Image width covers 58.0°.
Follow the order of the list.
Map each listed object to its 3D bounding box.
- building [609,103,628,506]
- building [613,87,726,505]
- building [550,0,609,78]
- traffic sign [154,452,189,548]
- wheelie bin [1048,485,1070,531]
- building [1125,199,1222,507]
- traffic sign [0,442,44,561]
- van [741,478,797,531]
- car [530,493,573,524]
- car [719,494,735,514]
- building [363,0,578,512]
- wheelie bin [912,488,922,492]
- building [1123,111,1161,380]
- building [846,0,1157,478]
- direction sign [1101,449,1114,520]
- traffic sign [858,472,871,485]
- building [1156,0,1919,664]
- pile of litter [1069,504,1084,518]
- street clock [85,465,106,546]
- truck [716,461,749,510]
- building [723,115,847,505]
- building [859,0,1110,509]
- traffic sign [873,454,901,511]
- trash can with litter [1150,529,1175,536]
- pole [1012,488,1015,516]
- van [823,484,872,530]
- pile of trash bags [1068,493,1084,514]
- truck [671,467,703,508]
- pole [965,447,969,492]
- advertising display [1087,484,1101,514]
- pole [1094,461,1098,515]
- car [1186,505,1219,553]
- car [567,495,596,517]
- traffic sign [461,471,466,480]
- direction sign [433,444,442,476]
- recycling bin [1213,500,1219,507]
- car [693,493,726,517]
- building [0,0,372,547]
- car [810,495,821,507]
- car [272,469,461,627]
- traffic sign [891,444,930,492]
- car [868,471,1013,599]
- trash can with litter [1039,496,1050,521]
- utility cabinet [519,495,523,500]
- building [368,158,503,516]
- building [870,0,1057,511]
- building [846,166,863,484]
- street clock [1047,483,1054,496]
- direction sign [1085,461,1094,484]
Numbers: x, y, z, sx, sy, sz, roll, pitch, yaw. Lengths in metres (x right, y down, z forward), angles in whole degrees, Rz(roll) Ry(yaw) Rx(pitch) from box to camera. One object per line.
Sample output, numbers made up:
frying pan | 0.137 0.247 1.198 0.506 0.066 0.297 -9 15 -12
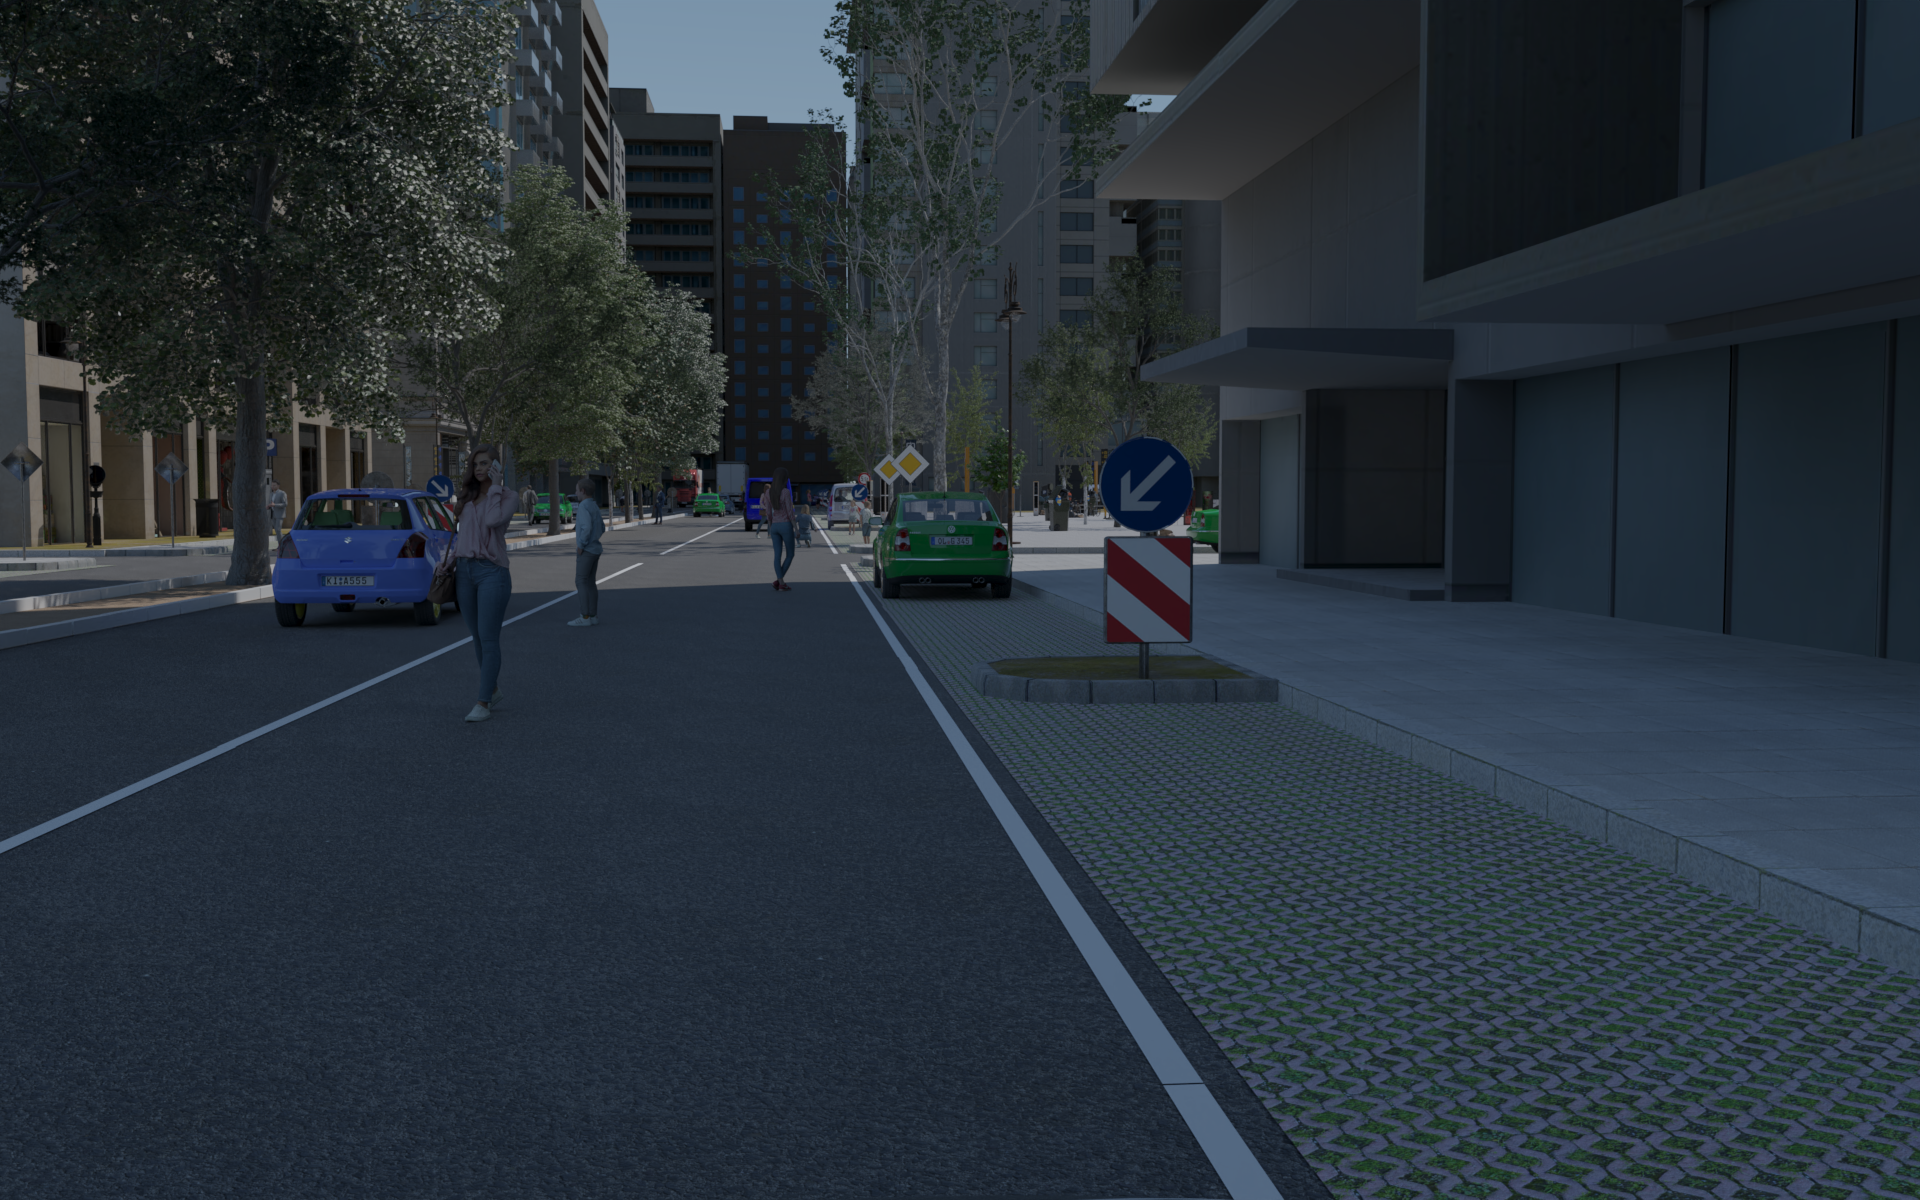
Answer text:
building | -42.532 -30.518 182.561 14.086 41.232 14.154 0 4 -5
building | -39.088 -35.884 210.399 21.600 48.544 21.300 0 4 -5
building | -43.210 -32.507 155.196 21.300 48.544 21.600 0 4 -5
traffic sign | -18.773 -2.301 41.264 0.795 2.450 0.064 0 4 -5
wheelie bin | 3.451 -3.194 60.125 0.693 1.594 0.980 -1 4 -14
building | 29.798 -29.840 179.766 23.993 40.220 32.217 0 4 -5
traffic sign | -18.024 -1.815 33.314 0.795 2.450 0.064 0 4 -5
van | -7.548 -3.920 68.476 2.240 2.365 5.245 0 4 -6
car | -19.823 -4.591 83.864 1.959 1.807 4.718 0 4 -7
car | -16.968 -6.779 122.831 2.014 1.417 4.499 0 4 -4
building | -41.924 -31.168 129.198 23.786 49.044 30.456 0 4 -5
wheelie bin | -2.282 -5.043 90.359 0.693 1.594 0.980 -3 5 -42
building | 29.353 -36.559 217.343 30.456 49.044 23.786 0 4 -5
building | 3.041 -36.111 179.657 28.713 52.752 27.495 0 4 -5
direction sign | 7.499 -5.797 86.781 0.876 3.537 0.379 1 4 12
traffic sign | -5.631 -6.243 102.182 0.768 2.556 0.104 0 4 -1
building | 16.936 -26.297 19.202 28.713 52.752 27.495 0 4 -5
pile of litter | 6.135 -4.878 93.724 1.176 0.858 1.719 0 4 -1
street clock | -21.528 -2.361 43.166 0.471 2.002 0.358 -2 4 -24
truck | -20.142 -10.132 154.566 2.839 4.237 11.283 0 4 -4
building | -20.938 -34.163 208.676 14.200 45.320 14.600 0 4 -5
building | 1.446 -43.799 154.362 20.563 71.187 20.611 0 4 -5
traffic sign | -1.752 -2.397 42.840 0.795 2.450 0.064 0 4 -5
trash can with litter | 5.647 -2.317 49.264 1.055 1.170 0.624 3 5 39
pole | 3.172 -6.685 103.149 0.158 3.312 0.155 0 3 0
van | -4.583 -3.896 70.715 2.013 2.044 4.112 0 4 -5
pile of trash bags | 7.544 -6.452 115.235 1.912 1.369 3.447 -1 4 -13
truck | -28.915 -11.939 184.119 2.839 4.237 11.283 0 4 -4
pole | 0.308 -4.979 75.246 0.158 3.312 0.155 0 3 0
advertising display | 8.548 -6.444 110.574 0.974 1.923 0.123 -2 4 -32
pole | 8.504 -7.002 108.326 0.158 3.312 0.155 0 3 0
car | 7.714 -1.951 40.700 4.718 1.807 1.959 0 4 -4
car | -21.224 -5.164 96.428 2.014 1.417 4.499 0 4 -6
traffic sign | -24.870 -5.357 87.699 0.768 2.556 0.104 0 4 -5
direction sign | -23.955 -5.350 79.466 0.379 3.537 0.876 0 4 5
recycling bin | 11.445 -4.018 78.242 0.722 1.027 0.722 -1 4 -11
car | -15.621 -6.063 107.920 1.959 1.807 4.718 0 4 -4
building | -33.617 -15.449 57.101 19.350 26.468 34.151 0 4 -5
car | -14.573 -10.031 176.582 1.945 1.354 3.894 0 4 -4
car | -6.675 -0.641 20.074 1.945 1.707 3.694 0 4 -7
traffic sign | -1.003 -1.911 34.890 0.795 2.450 0.064 0 4 -5
car | -0.320 -0.994 25.044 1.959 1.807 4.718 0 4 -5
trash can with litter | 4.446 -4.315 81.932 0.624 1.170 1.055 -3 5 -41
utility cabinet | -28.702 -6.439 113.950 0.318 1.500 1.173 0 4 -2
building | -32.898 -14.914 94.752 10.553 20.767 40.483 0 4 -5
building | -0.131 -27.762 137.505 14.154 41.232 14.086 0 4 -5
building | -6.512 -32.162 209.446 14.086 41.232 14.154 0 4 -5
street clock | 5.983 -6.746 114.863 0.358 2.002 0.471 3 4 36
direction sign | 8.787 -7.682 117.597 0.379 3.537 0.876 -3 4 -38
